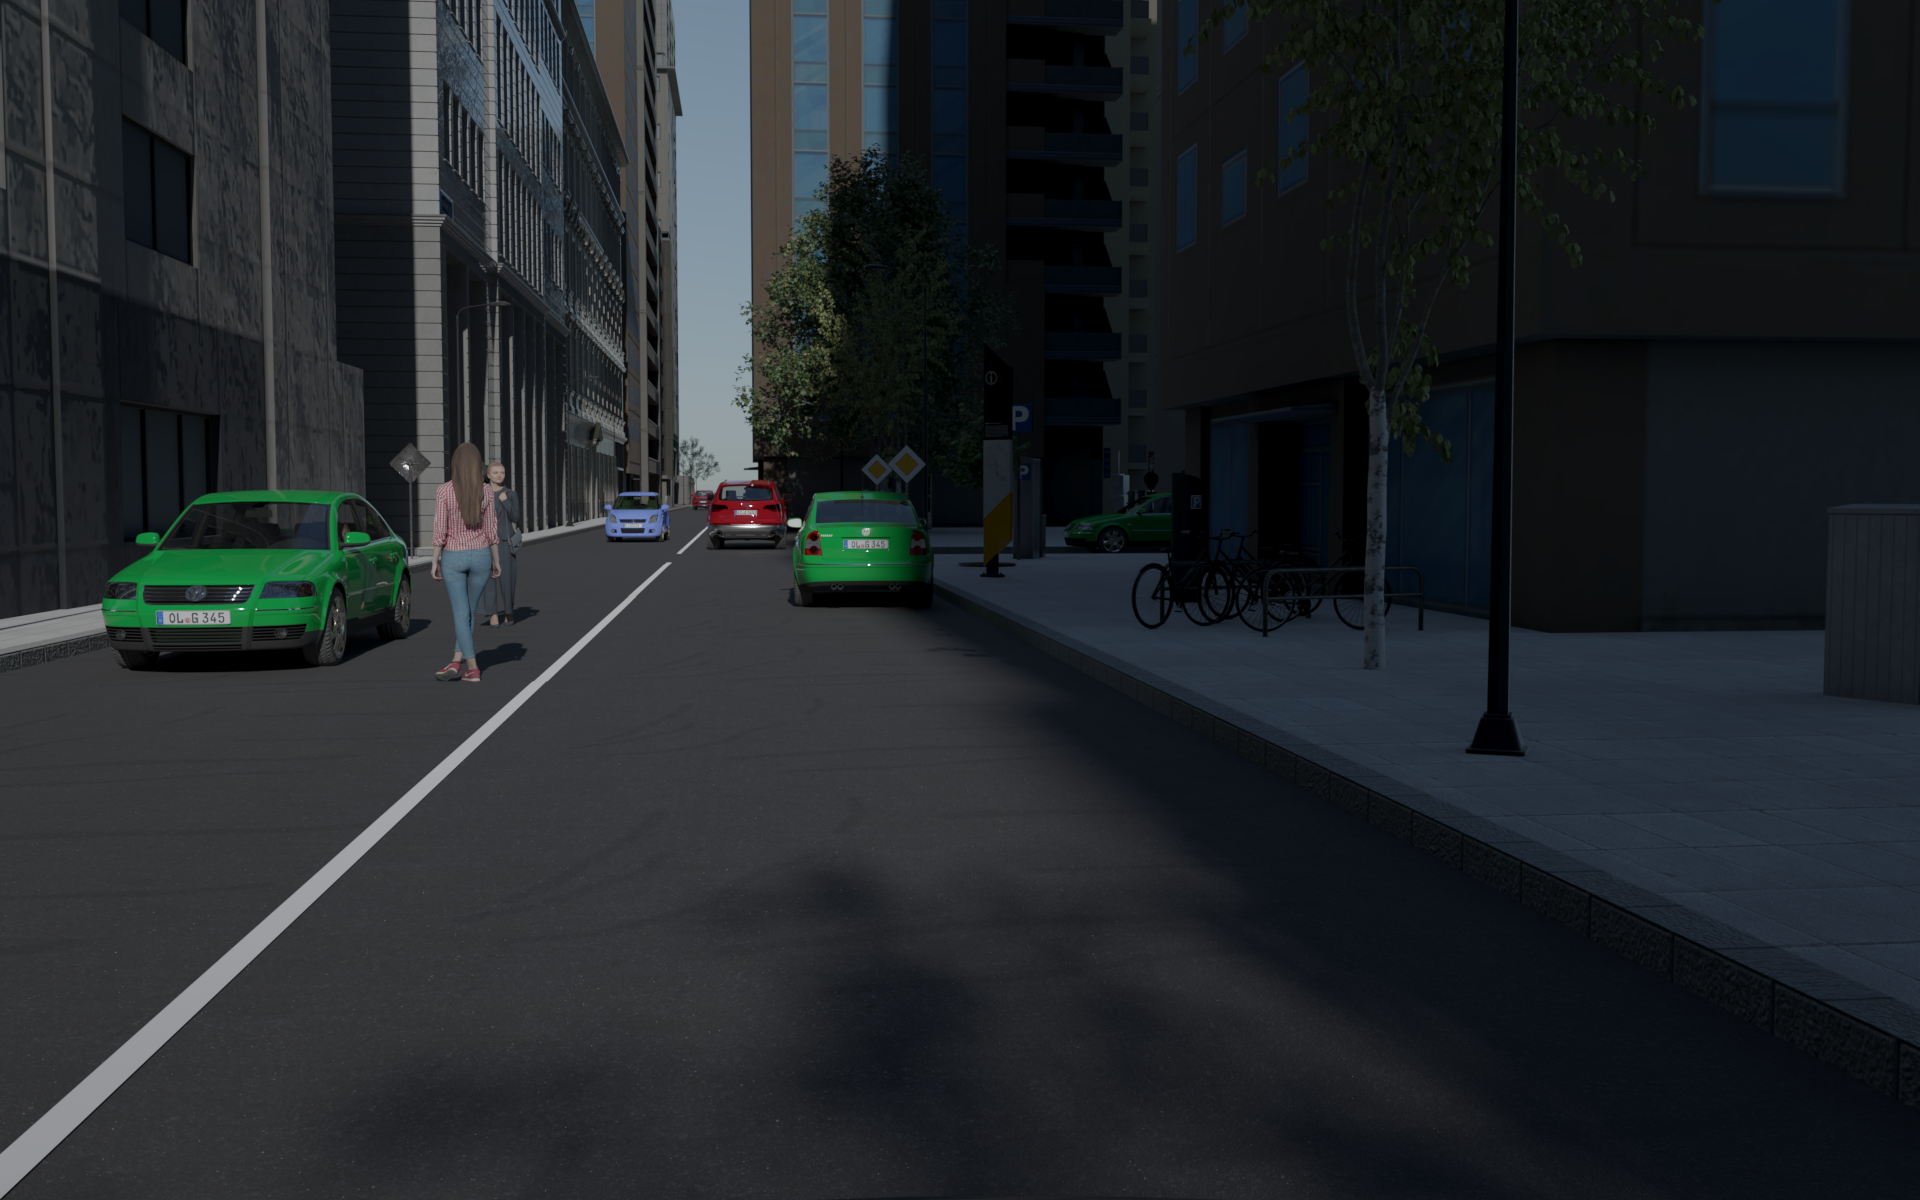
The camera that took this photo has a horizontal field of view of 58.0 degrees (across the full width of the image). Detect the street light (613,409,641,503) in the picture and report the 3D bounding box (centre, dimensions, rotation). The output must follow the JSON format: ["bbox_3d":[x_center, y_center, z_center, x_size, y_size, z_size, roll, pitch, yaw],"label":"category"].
[{"bbox_3d":[-18.324,-7.467,94.631,1.470,5.913,1.316,0,4,-7],"label":"street light"}]

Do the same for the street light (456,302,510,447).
[{"bbox_3d":[-11.544,-4.240,41.863,1.470,5.913,1.316,0,4,-7],"label":"street light"}]

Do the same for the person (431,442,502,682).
[{"bbox_3d":[-3.761,-0.289,13.237,0.388,1.821,0.555,3,5,45],"label":"person"}]

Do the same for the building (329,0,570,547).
[{"bbox_3d":[-19.600,-16.965,54.878,11.434,29.767,29.804,0,4,-7],"label":"building"}]

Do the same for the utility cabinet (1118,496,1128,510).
[{"bbox_3d":[7.135,-3.886,74.694,0.306,1.237,1.020,2,4,27],"label":"utility cabinet"}]

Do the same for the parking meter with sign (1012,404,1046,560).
[{"bbox_3d":[1.345,-2.335,34.436,0.543,3.016,1.738,1,4,14],"label":"parking meter with sign"}]

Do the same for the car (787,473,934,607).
[{"bbox_3d":[-1.367,-0.898,23.477,1.959,1.807,4.718,0,4,-5],"label":"car"}]

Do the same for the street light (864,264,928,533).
[{"bbox_3d":[-1.245,-3.833,35.210,1.470,5.913,1.316,0,4,-7],"label":"street light"}]

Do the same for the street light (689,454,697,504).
[{"bbox_3d":[-31.465,-13.946,200.558,1.470,5.913,1.316,0,4,-7],"label":"street light"}]

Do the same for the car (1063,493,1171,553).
[{"bbox_3d":[4.825,-2.000,41.498,4.718,1.807,1.959,-1,4,-8],"label":"car"}]

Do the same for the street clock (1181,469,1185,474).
[{"bbox_3d":[6.523,-2.749,49.512,0.471,2.002,0.358,-1,4,-13],"label":"street clock"}]

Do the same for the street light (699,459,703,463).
[{"bbox_3d":[-34.795,-15.554,226.852,1.470,5.913,1.316,0,4,-7],"label":"street light"}]

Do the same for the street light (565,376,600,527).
[{"bbox_3d":[-14.891,-5.860,68.350,1.470,5.913,1.316,0,4,-7],"label":"street light"}]

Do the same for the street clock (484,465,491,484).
[{"bbox_3d":[-11.830,-2.358,43.123,0.358,2.002,0.471,0,4,-3],"label":"street clock"}]

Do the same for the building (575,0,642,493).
[{"bbox_3d":[-30.091,-28.862,121.997,14.600,45.320,14.200,0,4,-7],"label":"building"}]

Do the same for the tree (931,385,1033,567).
[{"bbox_3d":[0.474,-2.223,30.949,1.663,3.219,1.824,0,3,0],"label":"tree"}]

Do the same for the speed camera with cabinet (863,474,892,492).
[{"bbox_3d":[-3.047,-4.279,64.299,0.660,3.252,2.038,1,4,13],"label":"speed camera with cabinet"}]

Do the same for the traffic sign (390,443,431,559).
[{"bbox_3d":[-10.806,-1.862,34.090,0.795,2.450,0.064,0,4,-7],"label":"traffic sign"}]

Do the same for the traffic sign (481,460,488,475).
[{"bbox_3d":[-11.795,-2.347,42.014,0.795,2.450,0.064,0,4,-7],"label":"traffic sign"}]

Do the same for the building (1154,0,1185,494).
[{"bbox_3d":[17.755,-26.464,56.391,21.600,48.544,21.300,0,4,-7],"label":"building"}]

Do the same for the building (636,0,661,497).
[{"bbox_3d":[-35.565,-31.535,139.298,21.300,48.544,21.600,0,4,-7],"label":"building"}]

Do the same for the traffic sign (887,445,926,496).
[{"bbox_3d":[-1.084,-1.935,35.279,0.795,2.450,0.064,0,4,-7],"label":"traffic sign"}]

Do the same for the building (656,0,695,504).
[{"bbox_3d":[-49.884,-49.963,255.152,20.563,71.187,20.611,0,4,-7],"label":"building"}]

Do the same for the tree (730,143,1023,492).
[{"bbox_3d":[-2.778,-8.543,56.685,9.611,12.733,9.660,0,3,0],"label":"tree"}]

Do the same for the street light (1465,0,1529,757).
[{"bbox_3d":[2.140,-2.193,8.392,1.470,5.913,1.316,0,4,-7],"label":"street light"}]

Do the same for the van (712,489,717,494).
[{"bbox_3d":[-24.809,-10.193,173.672,2.013,2.044,4.112,0,4,-6],"label":"van"}]

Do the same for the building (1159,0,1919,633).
[{"bbox_3d":[11.110,-22.747,22.024,14.600,45.320,14.200,0,4,-7],"label":"building"}]

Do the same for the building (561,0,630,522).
[{"bbox_3d":[-27.172,-19.248,91.116,17.030,29.872,44.131,0,4,-7],"label":"building"}]

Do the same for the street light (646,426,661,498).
[{"bbox_3d":[-21.190,-8.885,117.812,1.470,5.913,1.316,0,4,-7],"label":"street light"}]

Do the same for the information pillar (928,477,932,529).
[{"bbox_3d":[-1.177,-3.565,62.783,0.304,2.012,0.304,0,4,3],"label":"information pillar"}]

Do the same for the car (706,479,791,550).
[{"bbox_3d":[-5.644,-2.296,46.210,2.281,1.827,5.304,0,4,-5],"label":"car"}]

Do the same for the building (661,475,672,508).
[{"bbox_3d":[-43.653,-28.749,161.931,32.217,40.220,23.993,0,4,-7],"label":"building"}]

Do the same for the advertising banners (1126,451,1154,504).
[{"bbox_3d":[7.449,-4.587,71.192,0.090,3.025,2.074,-2,4,-28],"label":"advertising banners"}]

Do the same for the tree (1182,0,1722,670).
[{"bbox_3d":[3.280,-3.797,12.441,4.737,8.622,4.395,0,3,0],"label":"tree"}]

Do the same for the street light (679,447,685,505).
[{"bbox_3d":[-27.747,-12.104,170.440,1.470,5.913,1.316,0,4,-7],"label":"street light"}]

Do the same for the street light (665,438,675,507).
[{"bbox_3d":[-24.415,-10.494,144.119,1.470,5.913,1.316,0,4,-7],"label":"street light"}]

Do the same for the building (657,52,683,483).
[{"bbox_3d":[-48.366,-37.990,210.373,28.713,52.752,27.495,0,4,-7],"label":"building"}]

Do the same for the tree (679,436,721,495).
[{"bbox_3d":[-41.735,-20.684,272.598,8.767,10.594,7.601,0,4,-6],"label":"tree"}]

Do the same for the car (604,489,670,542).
[{"bbox_3d":[-9.780,-2.633,52.638,1.945,1.707,3.694,0,4,-5],"label":"car"}]

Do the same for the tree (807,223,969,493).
[{"bbox_3d":[-1.883,-5.868,46.312,4.737,8.622,4.395,0,3,0],"label":"tree"}]

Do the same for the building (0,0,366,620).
[{"bbox_3d":[-20.693,-35.624,20.698,20.611,71.187,20.563,0,4,-7],"label":"building"}]

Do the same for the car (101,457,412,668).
[{"bbox_3d":[-6.220,-0.423,15.718,1.959,1.807,4.718,0,4,-7],"label":"car"}]

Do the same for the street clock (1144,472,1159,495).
[{"bbox_3d":[6.203,-3.160,56.232,0.471,2.002,0.358,1,4,12],"label":"street clock"}]

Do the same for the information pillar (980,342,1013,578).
[{"bbox_3d":[0.571,-2.155,26.585,0.504,3.616,0.183,2,4,32],"label":"information pillar"}]

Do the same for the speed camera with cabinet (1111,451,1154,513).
[{"bbox_3d":[7.938,-5.204,79.426,2.038,3.252,0.660,3,4,36],"label":"speed camera with cabinet"}]

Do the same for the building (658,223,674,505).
[{"bbox_3d":[-37.605,-25.103,182.142,14.160,30.474,14.107,0,4,-7],"label":"building"}]

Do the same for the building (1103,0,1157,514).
[{"bbox_3d":[0.484,-27.494,104.157,22.147,44.769,28.867,0,4,-7],"label":"building"}]

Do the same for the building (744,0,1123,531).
[{"bbox_3d":[-1.724,-25.772,71.478,14.600,45.320,14.200,0,4,-7],"label":"building"}]

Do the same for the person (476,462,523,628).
[{"bbox_3d":[-5.017,-0.598,18.692,0.576,1.772,0.534,-1,4,-21],"label":"person"}]

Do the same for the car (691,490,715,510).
[{"bbox_3d":[-23.119,-9.047,156.592,2.281,1.827,5.304,0,4,-6],"label":"car"}]

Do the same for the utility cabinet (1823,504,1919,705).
[{"bbox_3d":[5.879,0.031,10.654,0.306,1.237,1.020,-2,4,-32],"label":"utility cabinet"}]

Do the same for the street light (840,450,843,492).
[{"bbox_3d":[-4.986,-5.652,64.956,1.470,5.913,1.316,0,4,-7],"label":"street light"}]

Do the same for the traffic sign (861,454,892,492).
[{"bbox_3d":[-2.073,-2.420,43.203,0.795,2.450,0.064,0,4,-7],"label":"traffic sign"}]

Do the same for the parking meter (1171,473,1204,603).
[{"bbox_3d":[2.697,-0.746,20.610,0.372,1.533,0.369,0,3,0],"label":"parking meter"}]

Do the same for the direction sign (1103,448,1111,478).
[{"bbox_3d":[6.937,-5.679,84.847,0.876,3.537,0.379,0,4,2],"label":"direction sign"}]

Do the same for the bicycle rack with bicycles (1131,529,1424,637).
[{"bbox_3d":[2.967,-0.206,16.747,2.925,0.926,2.852,-2,4,-24],"label":"bicycle rack with bicycles"}]
